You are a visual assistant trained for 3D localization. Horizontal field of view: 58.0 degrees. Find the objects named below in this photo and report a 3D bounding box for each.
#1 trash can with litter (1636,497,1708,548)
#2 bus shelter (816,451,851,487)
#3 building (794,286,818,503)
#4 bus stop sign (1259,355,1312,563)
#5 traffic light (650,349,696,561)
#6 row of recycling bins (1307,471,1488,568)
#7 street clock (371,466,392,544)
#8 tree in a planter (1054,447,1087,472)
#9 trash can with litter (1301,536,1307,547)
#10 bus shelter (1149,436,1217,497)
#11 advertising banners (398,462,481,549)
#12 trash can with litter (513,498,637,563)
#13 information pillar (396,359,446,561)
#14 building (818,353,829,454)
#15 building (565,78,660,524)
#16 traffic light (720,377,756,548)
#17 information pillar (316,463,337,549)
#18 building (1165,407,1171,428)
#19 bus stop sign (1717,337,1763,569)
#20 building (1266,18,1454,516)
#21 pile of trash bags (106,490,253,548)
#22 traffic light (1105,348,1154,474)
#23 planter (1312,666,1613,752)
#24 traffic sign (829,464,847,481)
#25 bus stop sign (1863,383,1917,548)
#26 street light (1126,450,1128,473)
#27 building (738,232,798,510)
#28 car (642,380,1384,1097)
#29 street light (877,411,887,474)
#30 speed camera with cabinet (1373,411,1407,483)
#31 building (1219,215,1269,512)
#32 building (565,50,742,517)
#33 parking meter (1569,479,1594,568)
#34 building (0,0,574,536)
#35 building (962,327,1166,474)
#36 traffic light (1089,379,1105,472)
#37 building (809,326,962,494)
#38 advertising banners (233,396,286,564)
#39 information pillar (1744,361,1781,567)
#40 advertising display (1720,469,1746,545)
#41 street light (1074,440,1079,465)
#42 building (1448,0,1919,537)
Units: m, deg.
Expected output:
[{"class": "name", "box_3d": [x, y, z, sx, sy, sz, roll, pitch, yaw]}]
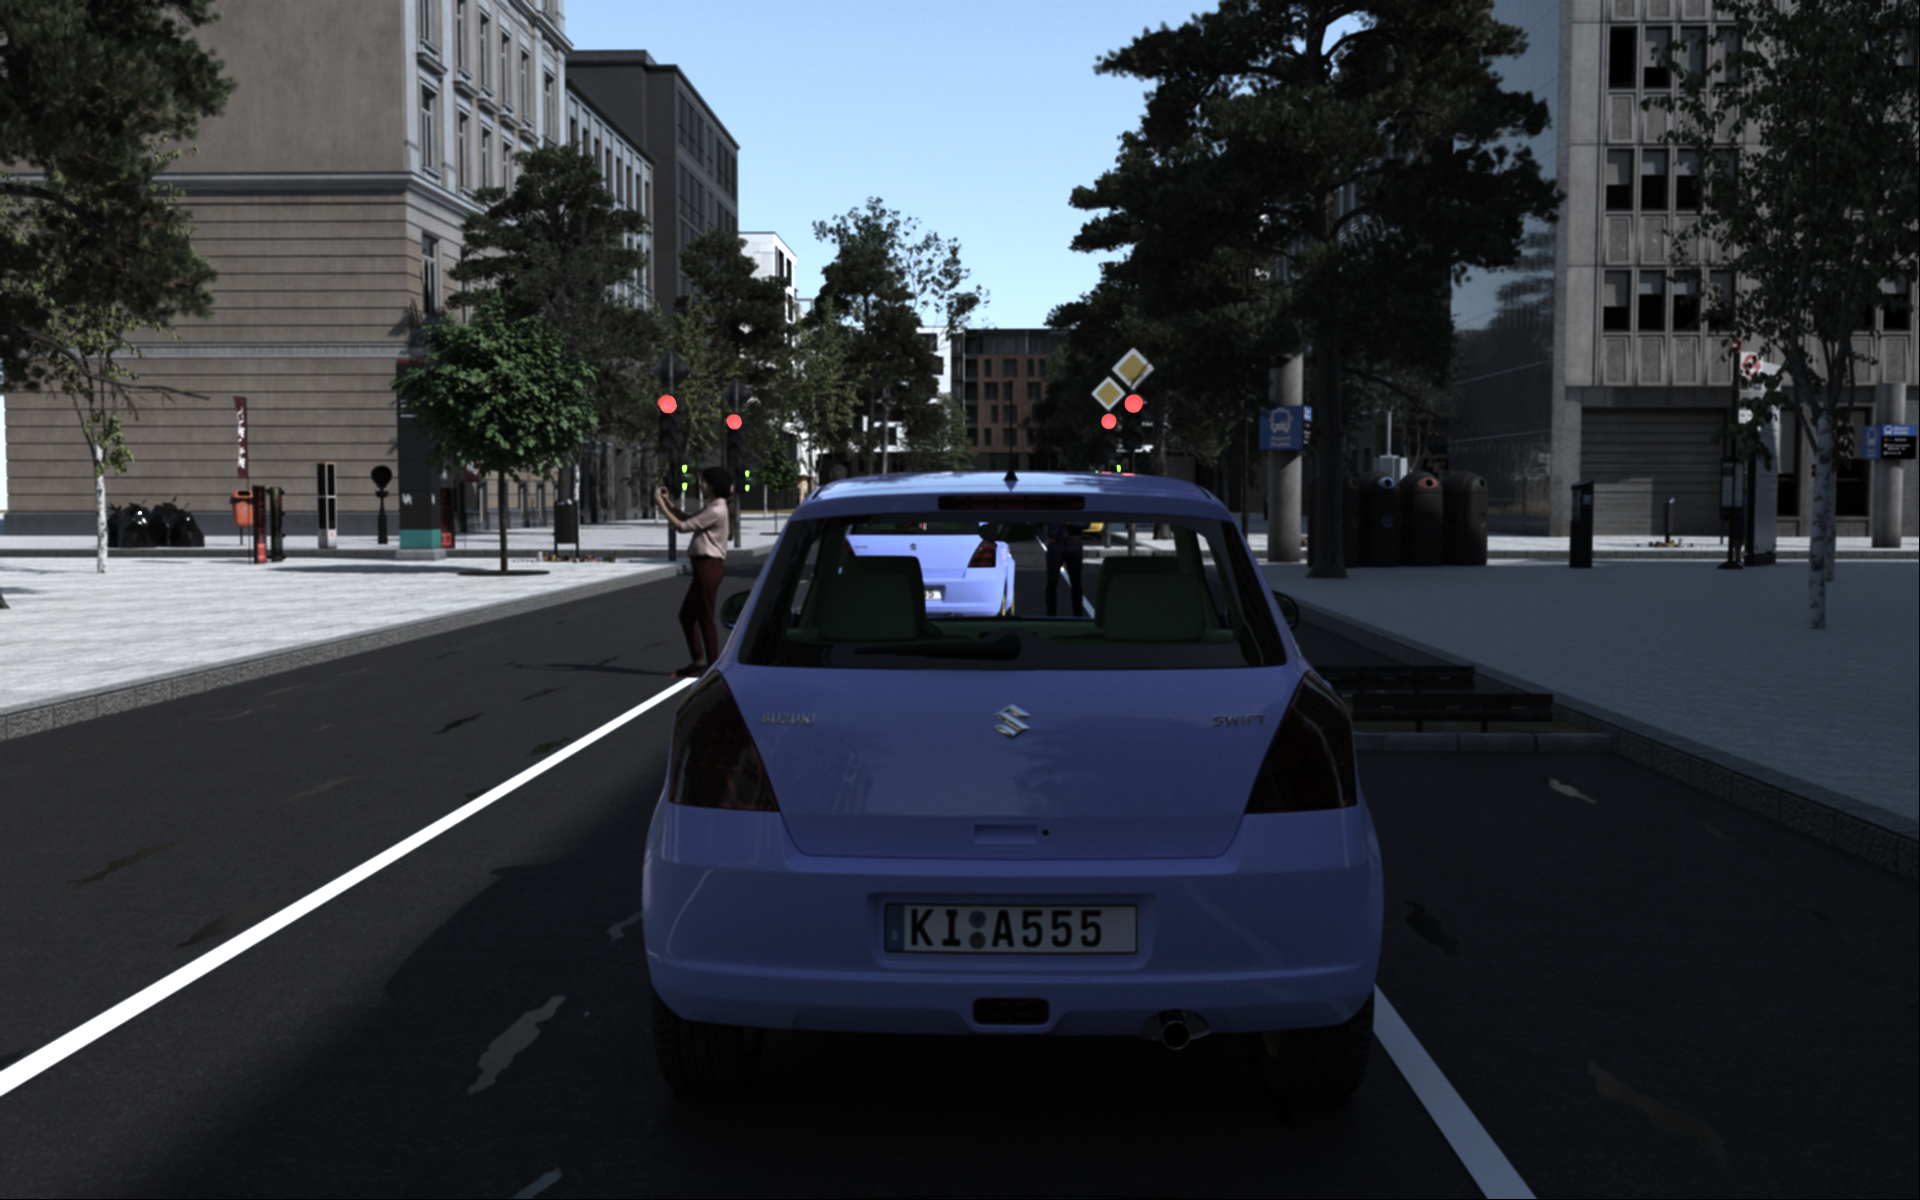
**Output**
[{"class": "trash can with litter", "box_3d": [17.423, -1.909, 42.266, 1.678, 1.210, 2.233, 2, 4, 27]}, {"class": "bus shelter", "box_3d": [-6.840, -6.446, 96.682, 1.731, 3.624, 6.357, 0, 4, 2]}, {"class": "building", "box_3d": [-21.647, -18.285, 155.374, 16.016, 20.091, 11.380, 0, 4, 2]}, {"class": "bus stop sign", "box_3d": [6.112, -2.664, 32.566, 0.837, 3.901, 0.837, 1, 4, 22]}, {"class": "traffic light", "box_3d": [-5.504, -2.684, 33.136, 0.839, 4.213, 0.868, 0, 4, 2]}, {"class": "row of recycling bins", "box_3d": [7.773, -1.451, 30.834, 3.534, 1.692, 1.069, -1, 4, -20]}, {"class": "street clock", "box_3d": [-14.781, -2.430, 44.301, 0.471, 2.002, 0.358, -3, 4, -37]}, {"class": "tree in a planter", "box_3d": [4.196, -4.183, 65.610, 1.991, 3.239, 1.994, 0, 4, 2]}, {"class": "trash can with litter", "box_3d": [8.032, -1.883, 42.174, 1.055, 1.170, 0.624, 2, 4, 32]}, {"class": "bus shelter", "box_3d": [7.647, -3.965, 58.757, 2.014, 3.302, 5.546, 0, 4, 2]}, {"class": "advertising banners", "box_3d": [-12.145, -2.719, 40.640, 2.074, 3.025, 0.090, 0, 4, 3]}, {"class": "trash can with litter", "box_3d": [-7.184, -1.326, 32.736, 2.233, 1.210, 1.678, 2, 4, 24]}, {"class": "information pillar", "box_3d": [-10.477, -2.702, 33.564, 0.750, 3.857, 0.750, 0, 3, 0]}, {"class": "building", "box_3d": [-19.237, -19.410, 173.773, 11.380, 20.091, 16.016, 0, 4, 2]}, {"class": "building", "box_3d": [-20.745, -14.216, 81.586, 9.793, 20.994, 18.267, 0, 4, 2]}, {"class": "traffic light", "box_3d": [-5.286, -3.173, 41.118, 0.839, 4.213, 0.868, 0, 4, 2]}, {"class": "information pillar", "box_3d": [-14.814, -2.203, 40.516, 0.304, 2.012, 0.304, 2, 4, 25]}, {"class": "building", "box_3d": [28.848, -19.492, 175.107, 16.016, 20.091, 11.380, 0, 4, 2]}, {"class": "bus stop sign", "box_3d": [13.418, -2.507, 29.699, 0.855, 3.939, 0.416, -2, 4, -26]}, {"class": "building", "box_3d": [27.708, -19.366, 93.050, 17.030, 29.872, 44.131, 0, 4, 2]}, {"class": "pile of trash bags", "box_3d": [-18.955, -1.984, 42.185, 3.447, 1.369, 1.912, -2, 4, -34]}, {"class": "traffic light", "box_3d": [3.254, -2.671, 32.913, 0.839, 4.213, 0.868, 0, 4, 2]}, {"class": "planter", "box_3d": [2.685, 0.642, 10.641, 1.991, 0.319, 1.994, 0, 4, 2]}, {"class": "traffic sign", "box_3d": [-5.216, -4.534, 74.230, 0.768, 2.556, 0.104, 0, 4, 2]}, {"class": "bus stop sign", "box_3d": [22.124, -3.195, 41.258, 0.837, 3.901, 0.837, 0, 4, 0]}, {"class": "street light", "box_3d": [6.158, -5.561, 63.710, 0.468, 5.910, 1.993, 0, 4, 2]}, {"class": "building", "box_3d": [-28.411, -17.702, 133.401, 27.936, 21.610, 32.646, 0, 4, 2]}, {"class": "car", "box_3d": [0.153, 0.254, 5.438, 1.945, 1.707, 3.694, 0, 4, 1]}, {"class": "street light", "box_3d": [-4.218, -7.412, 93.980, 0.468, 5.910, 1.993, 0, 4, 2]}, {"class": "speed camera with cabinet", "box_3d": [10.940, -2.873, 41.312, 2.038, 3.252, 0.660, 2, 4, 31]}, {"class": "building", "box_3d": [33.739, -18.156, 140.817, 27.936, 21.610, 32.646, 0, 4, 2]}, {"class": "building", "box_3d": [-21.858, -18.962, 103.542, 14.314, 27.812, 24.014, 0, 4, 2]}, {"class": "parking meter", "box_3d": [10.815, -1.328, 30.131, 0.372, 1.533, 0.369, 0, 3, 0]}, {"class": "building", "box_3d": [-22.604, -16.876, 61.834, 13.634, 28.700, 20.117, 0, 4, 2]}, {"class": "building", "box_3d": [17.197, -23.258, 224.241, 32.646, 21.610, 27.936, 0, 4, 2]}, {"class": "traffic light", "box_3d": [3.473, -3.159, 40.895, 0.839, 4.213, 0.868, 0, 4, 2]}, {"class": "building", "box_3d": [-15.444, -23.297, 224.884, 32.646, 21.610, 27.936, 0, 4, 2]}, {"class": "advertising banners", "box_3d": [-12.914, -2.186, 31.925, 0.090, 3.025, 2.074, 0, 4, 1]}, {"class": "information pillar", "box_3d": [14.456, -2.439, 31.188, 0.184, 3.620, 1.656, 3, 4, 37]}, {"class": "advertising display", "box_3d": [19.775, -2.364, 43.866, 0.974, 1.923, 0.123, 1, 4, 22]}, {"class": "street light", "box_3d": [7.728, -8.735, 115.601, 0.468, 5.910, 1.993, 0, 4, 2]}, {"class": "building", "box_3d": [27.620, -14.585, 56.480, 19.932, 24.808, 12.078, 0, 4, 2]}]
